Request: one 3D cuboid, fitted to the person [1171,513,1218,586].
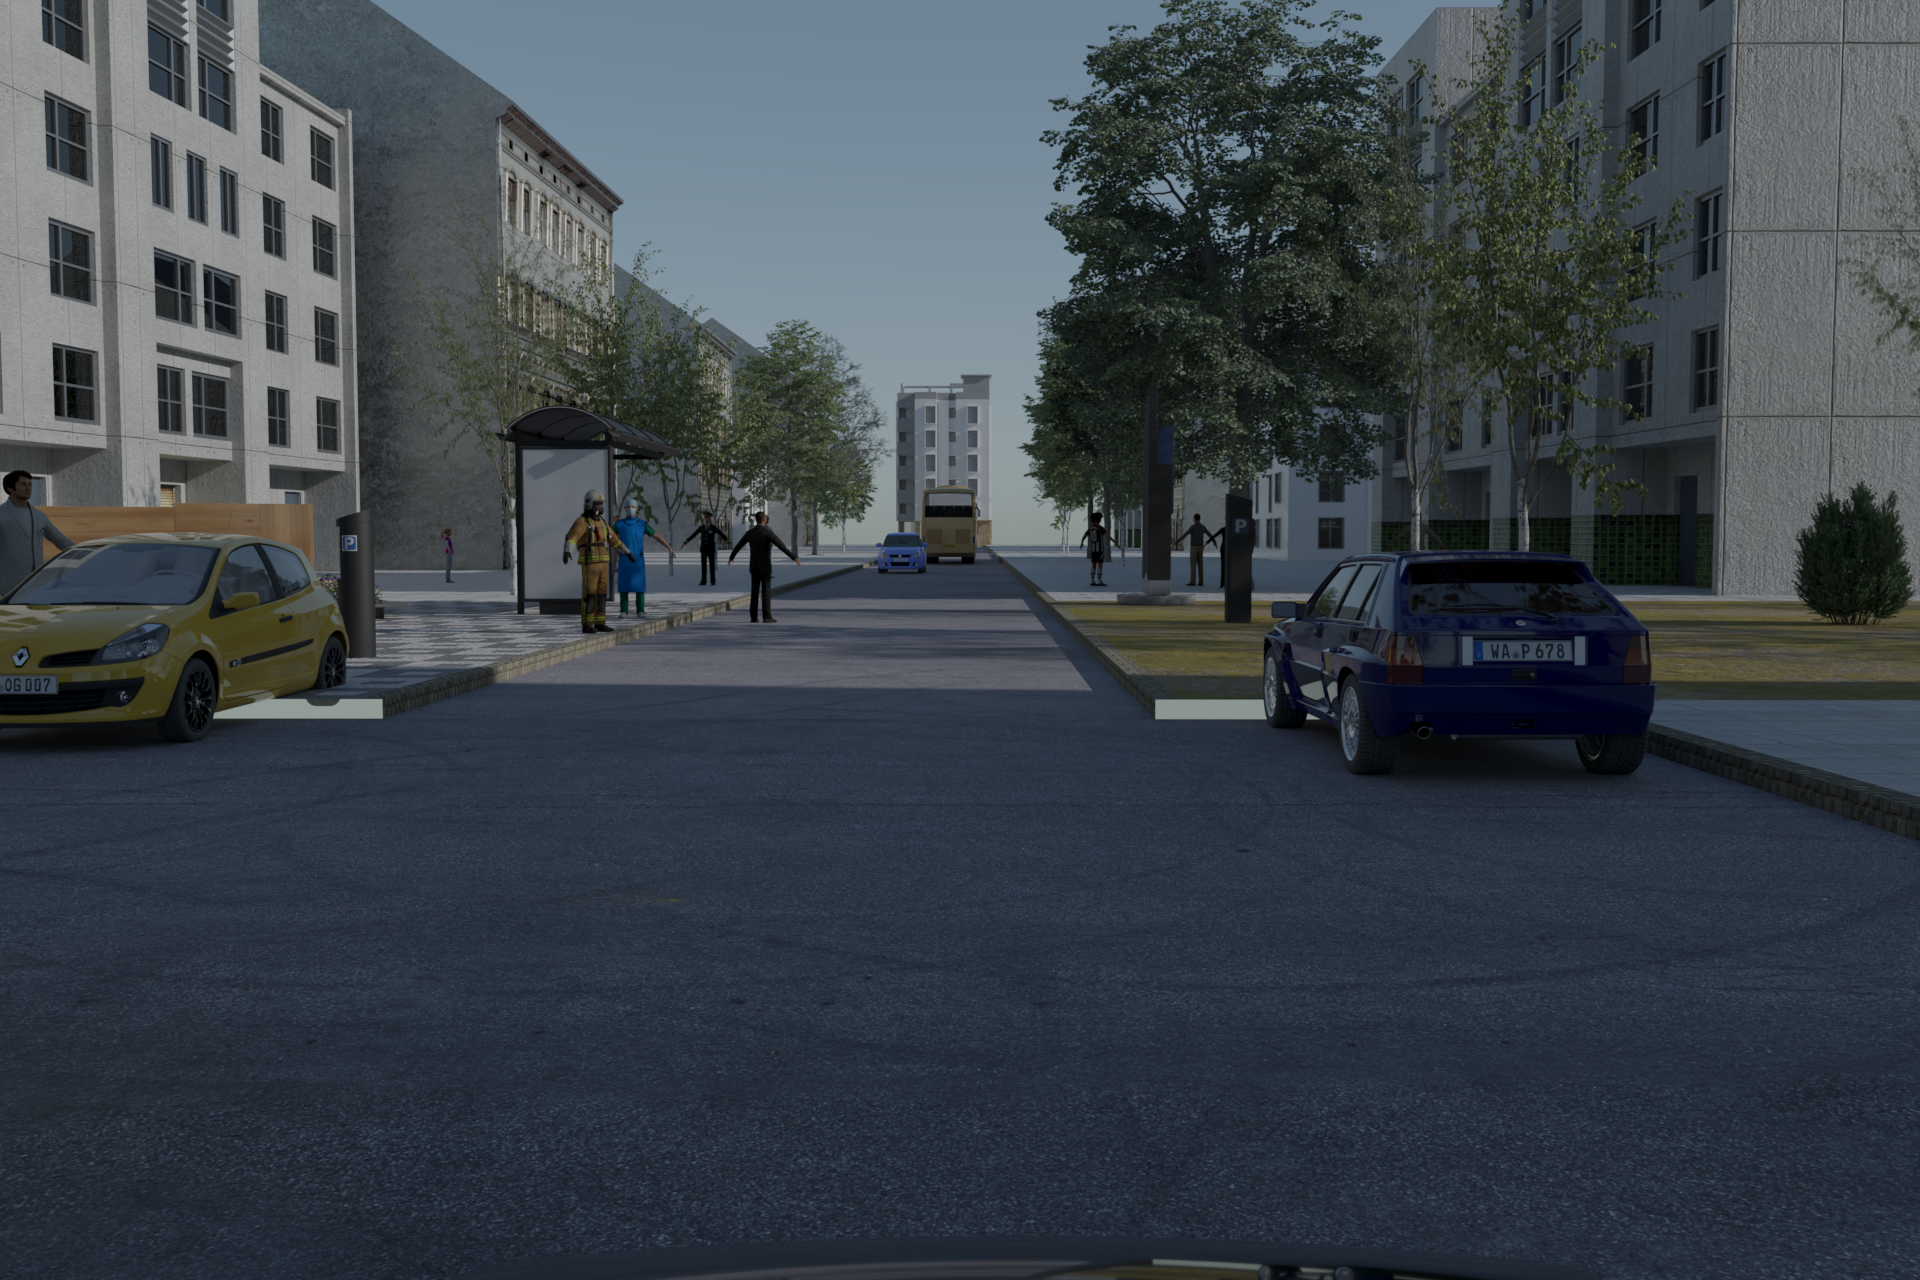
[{"bbox_3d":[5.849,-2.240,42.900,1.348,1.796,0.705,-2,4,-25],"label":"person"}]

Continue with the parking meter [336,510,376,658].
[{"bbox_3d":[-6.284,-0.588,18.017,0.372,1.533,0.369,0,3,0],"label":"parking meter"}]

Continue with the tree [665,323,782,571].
[{"bbox_3d":[-8.487,-6.729,60.374,4.737,8.622,4.395,0,3,0],"label":"tree"}]

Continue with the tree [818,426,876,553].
[{"bbox_3d":[-7.883,-10.268,118.240,4.737,8.622,4.395,0,3,0],"label":"tree"}]

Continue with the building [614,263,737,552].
[{"bbox_3d":[-28.336,-18.641,135.711,19.493,23.208,18.063,0,4,0],"label":"building"}]

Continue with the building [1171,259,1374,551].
[{"bbox_3d":[25.756,-18.691,136.522,19.493,23.208,18.063,0,3,0],"label":"building"}]

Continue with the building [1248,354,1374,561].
[{"bbox_3d":[20.076,-8.584,82.493,9.099,9.664,28.070,0,4,0],"label":"building"}]

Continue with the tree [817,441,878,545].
[{"bbox_3d":[-13.429,-17.627,206.323,7.486,12.596,7.792,0,3,0],"label":"tree"}]

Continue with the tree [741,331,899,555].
[{"bbox_3d":[-8.643,-11.863,104.330,12.009,13.543,11.850,0,3,0],"label":"tree"}]

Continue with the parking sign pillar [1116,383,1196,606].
[{"bbox_3d":[3.583,-2.633,31.529,1.447,3.967,1.447,0,4,1],"label":"parking sign pillar"}]

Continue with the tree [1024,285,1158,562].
[{"bbox_3d":[6.349,-9.769,77.851,7.486,12.596,7.792,0,3,0],"label":"tree"}]

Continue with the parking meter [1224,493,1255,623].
[{"bbox_3d":[4.041,-1.181,25.021,0.399,1.863,0.255,0,4,-1],"label":"parking meter"}]

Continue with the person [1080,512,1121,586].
[{"bbox_3d":[3.397,-2.230,42.607,0.704,1.843,1.345,-3,5,-41],"label":"person"}]

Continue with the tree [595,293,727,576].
[{"bbox_3d":[-8.890,-6.246,52.479,4.737,8.622,4.395,0,3,0],"label":"tree"}]

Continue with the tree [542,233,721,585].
[{"bbox_3d":[-8.367,-5.682,43.261,4.737,8.622,4.395,0,3,0],"label":"tree"}]

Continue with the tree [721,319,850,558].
[{"bbox_3d":[-9.130,-10.625,91.852,7.486,12.596,7.792,0,3,0],"label":"tree"}]

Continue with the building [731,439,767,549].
[{"bbox_3d":[-22.361,-13.410,161.399,9.099,9.664,28.070,0,4,1],"label":"building"}]

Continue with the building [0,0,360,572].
[{"bbox_3d":[-29.214,-10.809,43.182,16.747,18.905,31.486,0,4,1],"label":"building"}]

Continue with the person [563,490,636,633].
[{"bbox_3d":[-4.735,-1.024,22.509,0.705,1.858,1.354,2,4,29],"label":"person"}]

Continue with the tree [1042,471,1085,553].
[{"bbox_3d":[7.350,-10.385,120.152,4.737,8.622,4.395,0,3,0],"label":"tree"}]

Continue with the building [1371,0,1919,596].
[{"bbox_3d":[24.288,-11.299,51.201,16.747,18.905,31.486,0,4,0],"label":"building"}]

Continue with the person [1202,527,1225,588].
[{"bbox_3d":[6.355,-2.110,41.220,1.216,1.740,0.721,-1,4,-10],"label":"person"}]

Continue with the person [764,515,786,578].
[{"bbox_3d":[-5.611,-2.709,50.155,1.347,1.847,0.705,3,4,38],"label":"person"}]

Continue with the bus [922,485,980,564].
[{"bbox_3d":[-0.436,-5.809,86.529,2.896,3.916,12.252,0,4,1],"label":"bus"}]

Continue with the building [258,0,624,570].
[{"bbox_3d":[-25.166,-14.617,69.910,19.493,23.208,18.063,0,4,1],"label":"building"}]

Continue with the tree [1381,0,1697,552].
[{"bbox_3d":[7.913,-4.507,24.045,4.737,8.622,4.395,0,3,0],"label":"tree"}]

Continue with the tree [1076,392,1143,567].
[{"bbox_3d":[6.396,-7.195,67.996,4.360,8.622,3.978,0,3,0],"label":"tree"}]

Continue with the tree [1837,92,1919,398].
[{"bbox_3d":[16.572,-4.820,29.171,4.360,8.622,3.978,0,3,0],"label":"tree"}]

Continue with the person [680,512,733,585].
[{"bbox_3d":[-6.313,-2.286,43.312,1.347,1.837,0.705,0,4,7],"label":"person"}]

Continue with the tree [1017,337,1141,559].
[{"bbox_3d":[6.455,-10.506,89.902,7.486,12.596,7.792,0,3,0],"label":"tree"}]

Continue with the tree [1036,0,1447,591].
[{"bbox_3d":[6.287,-8.099,39.077,9.857,13.997,8.962,0,3,0],"label":"tree"}]

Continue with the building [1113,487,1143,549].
[{"bbox_3d":[24.471,-18.392,167.160,16.747,18.905,31.486,0,4,1],"label":"building"}]

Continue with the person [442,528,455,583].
[{"bbox_3d":[-13.361,-2.215,45.477,0.599,1.433,0.991,-1,4,-12],"label":"person"}]

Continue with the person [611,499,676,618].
[{"bbox_3d":[-5.026,-1.246,26.504,1.347,1.817,0.704,-1,4,-9],"label":"person"}]

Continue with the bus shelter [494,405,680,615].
[{"bbox_3d":[-6.285,-2.204,29.967,2.014,3.302,5.546,0,3,0],"label":"bus shelter"}]

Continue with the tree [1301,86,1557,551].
[{"bbox_3d":[7.536,-4.835,29.414,4.360,8.622,3.978,0,3,0],"label":"tree"}]

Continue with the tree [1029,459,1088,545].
[{"bbox_3d":[12.389,-17.350,209.420,9.928,11.665,9.643,0,3,0],"label":"tree"}]

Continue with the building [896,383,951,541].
[{"bbox_3d":[-7.318,-21.426,209.197,11.380,20.090,16.016,0,4,-2],"label":"building"}]

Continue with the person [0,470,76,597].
[{"bbox_3d":[-7.725,-0.496,14.297,0.705,1.806,1.347,2,4,25],"label":"person"}]

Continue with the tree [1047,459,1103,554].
[{"bbox_3d":[7.189,-9.994,113.767,4.737,8.622,4.395,0,3,0],"label":"tree"}]

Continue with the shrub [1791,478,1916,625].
[{"bbox_3d":[12.719,-1.259,24.620,1.661,2.075,1.752,0,3,0],"label":"shrub"}]

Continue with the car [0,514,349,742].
[{"bbox_3d":[-6.086,-0.178,13.136,2.015,1.641,3.980,0,4,0],"label":"car"}]

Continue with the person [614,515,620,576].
[{"bbox_3d":[-8.224,-2.132,41.659,1.217,1.733,0.721,-1,4,-22],"label":"person"}]

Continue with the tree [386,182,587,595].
[{"bbox_3d":[-9.152,-5.247,36.151,4.360,8.622,3.978,0,3,0],"label":"tree"}]

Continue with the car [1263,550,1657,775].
[{"bbox_3d":[3.160,0.056,11.660,1.945,1.354,3.894,0,4,-1],"label":"car"}]

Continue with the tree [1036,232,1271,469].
[{"bbox_3d":[5.739,-7.140,51.145,7.601,10.594,8.767,1,4,14],"label":"tree"}]

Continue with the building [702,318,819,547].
[{"bbox_3d":[-25.173,-21.669,185.210,19.493,23.208,18.063,0,4,0],"label":"building"}]

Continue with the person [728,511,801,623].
[{"bbox_3d":[-3.208,-1.183,28.022,1.346,1.802,0.704,2,4,23],"label":"person"}]

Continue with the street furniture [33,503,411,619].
[{"bbox_3d":[-12.215,-1.298,28.072,9.812,1.723,11.010,-2,4,-31],"label":"street furniture"}]

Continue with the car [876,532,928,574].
[{"bbox_3d":[-2.121,-3.327,63.986,1.945,1.707,3.694,0,4,1],"label":"car"}]

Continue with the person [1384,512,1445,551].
[{"bbox_3d":[10.083,-1.968,38.301,1.348,1.813,0.705,0,4,0],"label":"person"}]
